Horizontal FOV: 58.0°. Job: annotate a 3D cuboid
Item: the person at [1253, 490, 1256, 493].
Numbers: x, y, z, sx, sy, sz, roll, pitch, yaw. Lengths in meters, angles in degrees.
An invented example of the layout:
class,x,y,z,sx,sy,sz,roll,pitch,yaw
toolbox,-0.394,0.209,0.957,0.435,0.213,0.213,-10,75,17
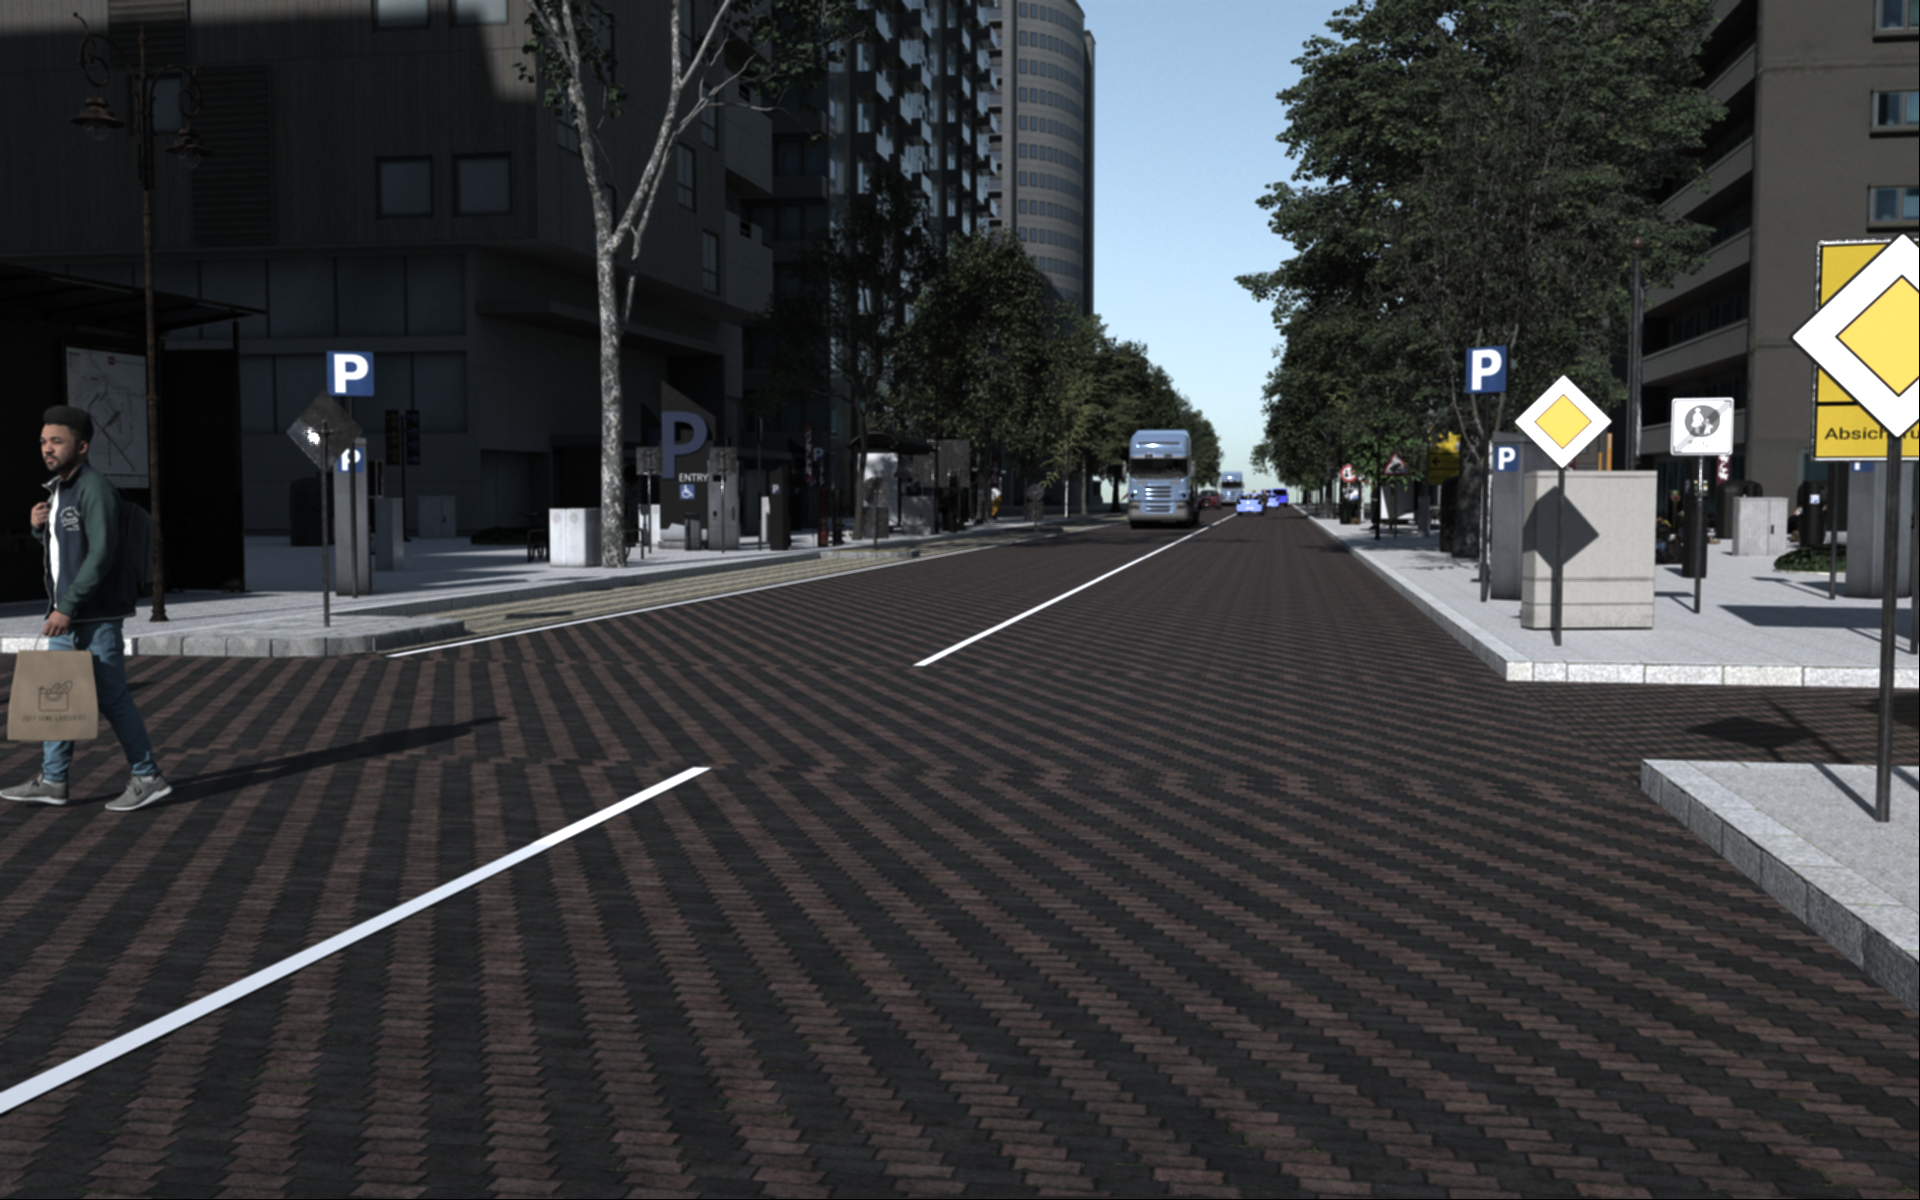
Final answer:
class,x,y,z,sx,sy,sz,roll,pitch,yaw
person,22.232,-7.433,130.963,0.436,1.711,0.756,-1,4,-12

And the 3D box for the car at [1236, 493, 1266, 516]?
class,x,y,z,sx,sy,sz,roll,pitch,yaw
car,19.298,-6.450,115.050,1.945,1.707,3.694,1,4,12

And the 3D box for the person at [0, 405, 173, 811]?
class,x,y,z,sx,sy,sz,roll,pitch,yaw
person,-3.941,0.044,7.761,0.713,1.824,0.794,-2,4,-24

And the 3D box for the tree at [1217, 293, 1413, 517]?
class,x,y,z,sx,sy,sz,roll,pitch,yaw
tree,20.454,-10.899,95.212,9.611,12.733,9.660,0,3,0

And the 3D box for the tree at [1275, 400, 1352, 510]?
class,x,y,z,sx,sy,sz,roll,pitch,yaw
tree,30.027,-13.806,143.853,7.486,12.596,7.792,0,3,0

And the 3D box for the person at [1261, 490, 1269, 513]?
class,x,y,z,sx,sy,sz,roll,pitch,yaw
person,22.905,-7.400,130.042,0.990,1.755,0.434,-3,5,-42

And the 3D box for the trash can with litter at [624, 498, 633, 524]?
class,x,y,z,sx,sy,sz,roll,pitch,yaw
trash can with litter,-10.111,-2.393,50.519,1.055,1.170,0.624,-3,5,-44

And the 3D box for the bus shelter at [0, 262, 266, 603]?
class,x,y,z,sx,sy,sz,roll,pitch,yaw
bus shelter,-10.278,-1.720,19.405,1.731,3.624,6.357,1,4,11

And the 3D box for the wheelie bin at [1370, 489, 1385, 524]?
class,x,y,z,sx,sy,sz,roll,pitch,yaw
wheelie bin,18.328,-4.135,75.521,0.980,1.594,0.693,3,4,38

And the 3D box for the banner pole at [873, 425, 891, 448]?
class,x,y,z,sx,sy,sz,roll,pitch,yaw
banner pole,-2.862,-4.433,62.493,0.863,3.779,0.401,-1,4,-19

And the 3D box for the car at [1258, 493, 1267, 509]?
class,x,y,z,sx,sy,sz,roll,pitch,yaw
car,29.925,-10.015,173.342,1.945,1.707,3.694,1,4,10

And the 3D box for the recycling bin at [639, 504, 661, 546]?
class,x,y,z,sx,sy,sz,roll,pitch,yaw
recycling bin,-7.450,-1.851,42.817,0.722,1.027,0.722,2,4,26

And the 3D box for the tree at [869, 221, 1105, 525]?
class,x,y,z,sx,sy,sz,roll,pitch,yaw
tree,0.974,-9.534,72.884,9.611,12.733,9.660,0,3,0

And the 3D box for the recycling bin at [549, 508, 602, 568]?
class,x,y,z,sx,sy,sz,roll,pitch,yaw
recycling bin,-6.748,-1.100,30.534,0.722,1.027,0.722,1,4,19

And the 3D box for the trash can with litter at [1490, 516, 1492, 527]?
class,x,y,z,sx,sy,sz,roll,pitch,yaw
trash can with litter,7.758,-0.809,24.615,0.624,1.170,1.055,0,4,7

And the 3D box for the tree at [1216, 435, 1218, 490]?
class,x,y,z,sx,sy,sz,roll,pitch,yaw
tree,16.290,-14.257,150.110,9.611,12.733,9.660,0,3,0

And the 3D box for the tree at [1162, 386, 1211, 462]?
class,x,y,z,sx,sy,sz,roll,pitch,yaw
tree,21.505,-16.735,183.990,12.009,13.543,11.850,0,3,0

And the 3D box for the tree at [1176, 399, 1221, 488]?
class,x,y,z,sx,sy,sz,roll,pitch,yaw
tree,26.125,-17.675,207.108,7.486,12.596,7.792,0,3,0

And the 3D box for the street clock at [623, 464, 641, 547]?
class,x,y,z,sx,sy,sz,roll,pitch,yaw
street clock,-7.964,-2.279,41.834,0.471,2.002,0.358,-3,4,-36

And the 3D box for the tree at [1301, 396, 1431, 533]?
class,x,y,z,sx,sy,sz,roll,pitch,yaw
tree,14.298,-4.507,57.409,4.285,4.588,4.351,0,3,0

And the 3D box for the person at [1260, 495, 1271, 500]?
class,x,y,z,sx,sy,sz,roll,pitch,yaw
person,27.687,-9.086,157.771,1.217,1.735,0.721,1,4,16

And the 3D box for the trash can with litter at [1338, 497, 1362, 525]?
class,x,y,z,sx,sy,sz,roll,pitch,yaw
trash can with litter,16.493,-3.774,73.093,0.624,1.170,1.055,-3,4,-39

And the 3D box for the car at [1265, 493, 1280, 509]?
class,x,y,z,sx,sy,sz,roll,pitch,yaw
car,29.028,-9.346,162.403,1.945,1.707,3.694,1,4,10

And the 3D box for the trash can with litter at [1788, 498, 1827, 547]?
class,x,y,z,sx,sy,sz,roll,pitch,yaw
trash can with litter,19.845,-1.785,40.572,0.624,1.170,1.055,1,4,22

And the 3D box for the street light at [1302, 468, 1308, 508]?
class,x,y,z,sx,sy,sz,roll,pitch,yaw
street light,32.613,-11.612,162.638,0.468,5.910,1.993,1,4,10

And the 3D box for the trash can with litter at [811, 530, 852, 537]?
class,x,y,z,sx,sy,sz,roll,pitch,yaw
trash can with litter,-3.706,-2.549,52.733,1.678,1.210,2.233,-1,4,-9

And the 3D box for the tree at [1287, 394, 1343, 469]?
class,x,y,z,sx,sy,sz,roll,pitch,yaw
tree,27.938,-12.062,131.622,7.601,10.594,8.767,3,5,41

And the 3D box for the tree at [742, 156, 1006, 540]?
class,x,y,z,sx,sy,sz,roll,pitch,yaw
tree,-2.560,-6.939,47.863,7.601,10.594,8.767,1,4,20

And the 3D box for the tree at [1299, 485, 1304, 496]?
class,x,y,z,sx,sy,sz,roll,pitch,yaw
tree,47.689,-17.667,239.214,4.737,8.622,4.395,0,3,0

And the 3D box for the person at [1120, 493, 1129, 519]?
class,x,y,z,sx,sy,sz,roll,pitch,yaw
person,9.798,-5.546,99.117,1.348,1.831,0.705,0,4,5

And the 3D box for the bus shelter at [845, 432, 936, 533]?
class,x,y,z,sx,sy,sz,roll,pitch,yaw
bus shelter,-2.259,-3.976,58.938,2.014,3.302,5.546,1,4,11

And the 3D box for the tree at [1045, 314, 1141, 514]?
class,x,y,z,sx,sy,sz,roll,pitch,yaw
tree,7.745,-11.661,108.790,7.486,12.596,7.792,0,3,0

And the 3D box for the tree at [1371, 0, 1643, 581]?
class,x,y,z,sx,sy,sz,roll,pitch,yaw
tree,7.888,-4.607,25.692,4.360,8.622,3.978,0,3,0

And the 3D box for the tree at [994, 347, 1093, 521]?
class,x,y,z,sx,sy,sz,roll,pitch,yaw
tree,3.371,-8.098,82.767,4.737,8.622,4.395,0,3,0

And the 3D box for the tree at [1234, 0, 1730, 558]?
class,x,y,z,sx,sy,sz,roll,pitch,yaw
tree,10.192,-7.827,34.633,9.857,13.997,8.962,0,3,0

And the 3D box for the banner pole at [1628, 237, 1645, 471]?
class,x,y,z,sx,sy,sz,roll,pitch,yaw
banner pole,6.709,-1.662,17.192,0.401,3.779,0.863,2,4,28

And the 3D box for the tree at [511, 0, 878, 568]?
class,x,y,z,sx,sy,sz,roll,pitch,yaw
tree,-5.025,-10.559,28.536,12.611,20.169,13.585,0,3,0

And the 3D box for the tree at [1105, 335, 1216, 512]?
class,x,y,z,sx,sy,sz,roll,pitch,yaw
tree,11.345,-12.705,124.739,9.611,12.733,9.660,0,3,0

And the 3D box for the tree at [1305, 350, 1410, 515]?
class,x,y,z,sx,sy,sz,roll,pitch,yaw
tree,23.604,-11.031,106.109,9.928,11.665,9.643,0,3,0

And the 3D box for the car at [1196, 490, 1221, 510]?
class,x,y,z,sx,sy,sz,roll,pitch,yaw
car,23.129,-9.313,160.941,2.281,1.827,5.304,1,4,12

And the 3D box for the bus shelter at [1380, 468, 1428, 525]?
class,x,y,z,sx,sy,sz,roll,pitch,yaw
bus shelter,17.692,-4.599,69.113,2.014,3.302,5.546,1,4,10

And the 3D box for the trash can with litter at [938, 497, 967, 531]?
class,x,y,z,sx,sy,sz,roll,pitch,yaw
trash can with litter,-0.267,-3.011,60.613,0.624,1.170,1.055,3,5,42

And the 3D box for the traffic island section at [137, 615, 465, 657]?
class,x,y,z,sx,sy,sz,roll,pitch,yaw
traffic island section,-6.126,0.341,16.706,2.009,0.180,2.903,1,4,10

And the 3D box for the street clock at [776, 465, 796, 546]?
class,x,y,z,sx,sy,sz,roll,pitch,yaw
street clock,-4.296,-2.334,42.737,0.471,2.002,0.358,-2,4,-32

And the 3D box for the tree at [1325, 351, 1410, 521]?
class,x,y,z,sx,sy,sz,roll,pitch,yaw
tree,19.453,-8.079,82.460,4.737,8.622,4.395,0,3,0

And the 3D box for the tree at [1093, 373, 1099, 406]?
class,x,y,z,sx,sy,sz,roll,pitch,yaw
tree,5.796,-8.939,96.508,4.737,8.622,4.395,0,3,0
